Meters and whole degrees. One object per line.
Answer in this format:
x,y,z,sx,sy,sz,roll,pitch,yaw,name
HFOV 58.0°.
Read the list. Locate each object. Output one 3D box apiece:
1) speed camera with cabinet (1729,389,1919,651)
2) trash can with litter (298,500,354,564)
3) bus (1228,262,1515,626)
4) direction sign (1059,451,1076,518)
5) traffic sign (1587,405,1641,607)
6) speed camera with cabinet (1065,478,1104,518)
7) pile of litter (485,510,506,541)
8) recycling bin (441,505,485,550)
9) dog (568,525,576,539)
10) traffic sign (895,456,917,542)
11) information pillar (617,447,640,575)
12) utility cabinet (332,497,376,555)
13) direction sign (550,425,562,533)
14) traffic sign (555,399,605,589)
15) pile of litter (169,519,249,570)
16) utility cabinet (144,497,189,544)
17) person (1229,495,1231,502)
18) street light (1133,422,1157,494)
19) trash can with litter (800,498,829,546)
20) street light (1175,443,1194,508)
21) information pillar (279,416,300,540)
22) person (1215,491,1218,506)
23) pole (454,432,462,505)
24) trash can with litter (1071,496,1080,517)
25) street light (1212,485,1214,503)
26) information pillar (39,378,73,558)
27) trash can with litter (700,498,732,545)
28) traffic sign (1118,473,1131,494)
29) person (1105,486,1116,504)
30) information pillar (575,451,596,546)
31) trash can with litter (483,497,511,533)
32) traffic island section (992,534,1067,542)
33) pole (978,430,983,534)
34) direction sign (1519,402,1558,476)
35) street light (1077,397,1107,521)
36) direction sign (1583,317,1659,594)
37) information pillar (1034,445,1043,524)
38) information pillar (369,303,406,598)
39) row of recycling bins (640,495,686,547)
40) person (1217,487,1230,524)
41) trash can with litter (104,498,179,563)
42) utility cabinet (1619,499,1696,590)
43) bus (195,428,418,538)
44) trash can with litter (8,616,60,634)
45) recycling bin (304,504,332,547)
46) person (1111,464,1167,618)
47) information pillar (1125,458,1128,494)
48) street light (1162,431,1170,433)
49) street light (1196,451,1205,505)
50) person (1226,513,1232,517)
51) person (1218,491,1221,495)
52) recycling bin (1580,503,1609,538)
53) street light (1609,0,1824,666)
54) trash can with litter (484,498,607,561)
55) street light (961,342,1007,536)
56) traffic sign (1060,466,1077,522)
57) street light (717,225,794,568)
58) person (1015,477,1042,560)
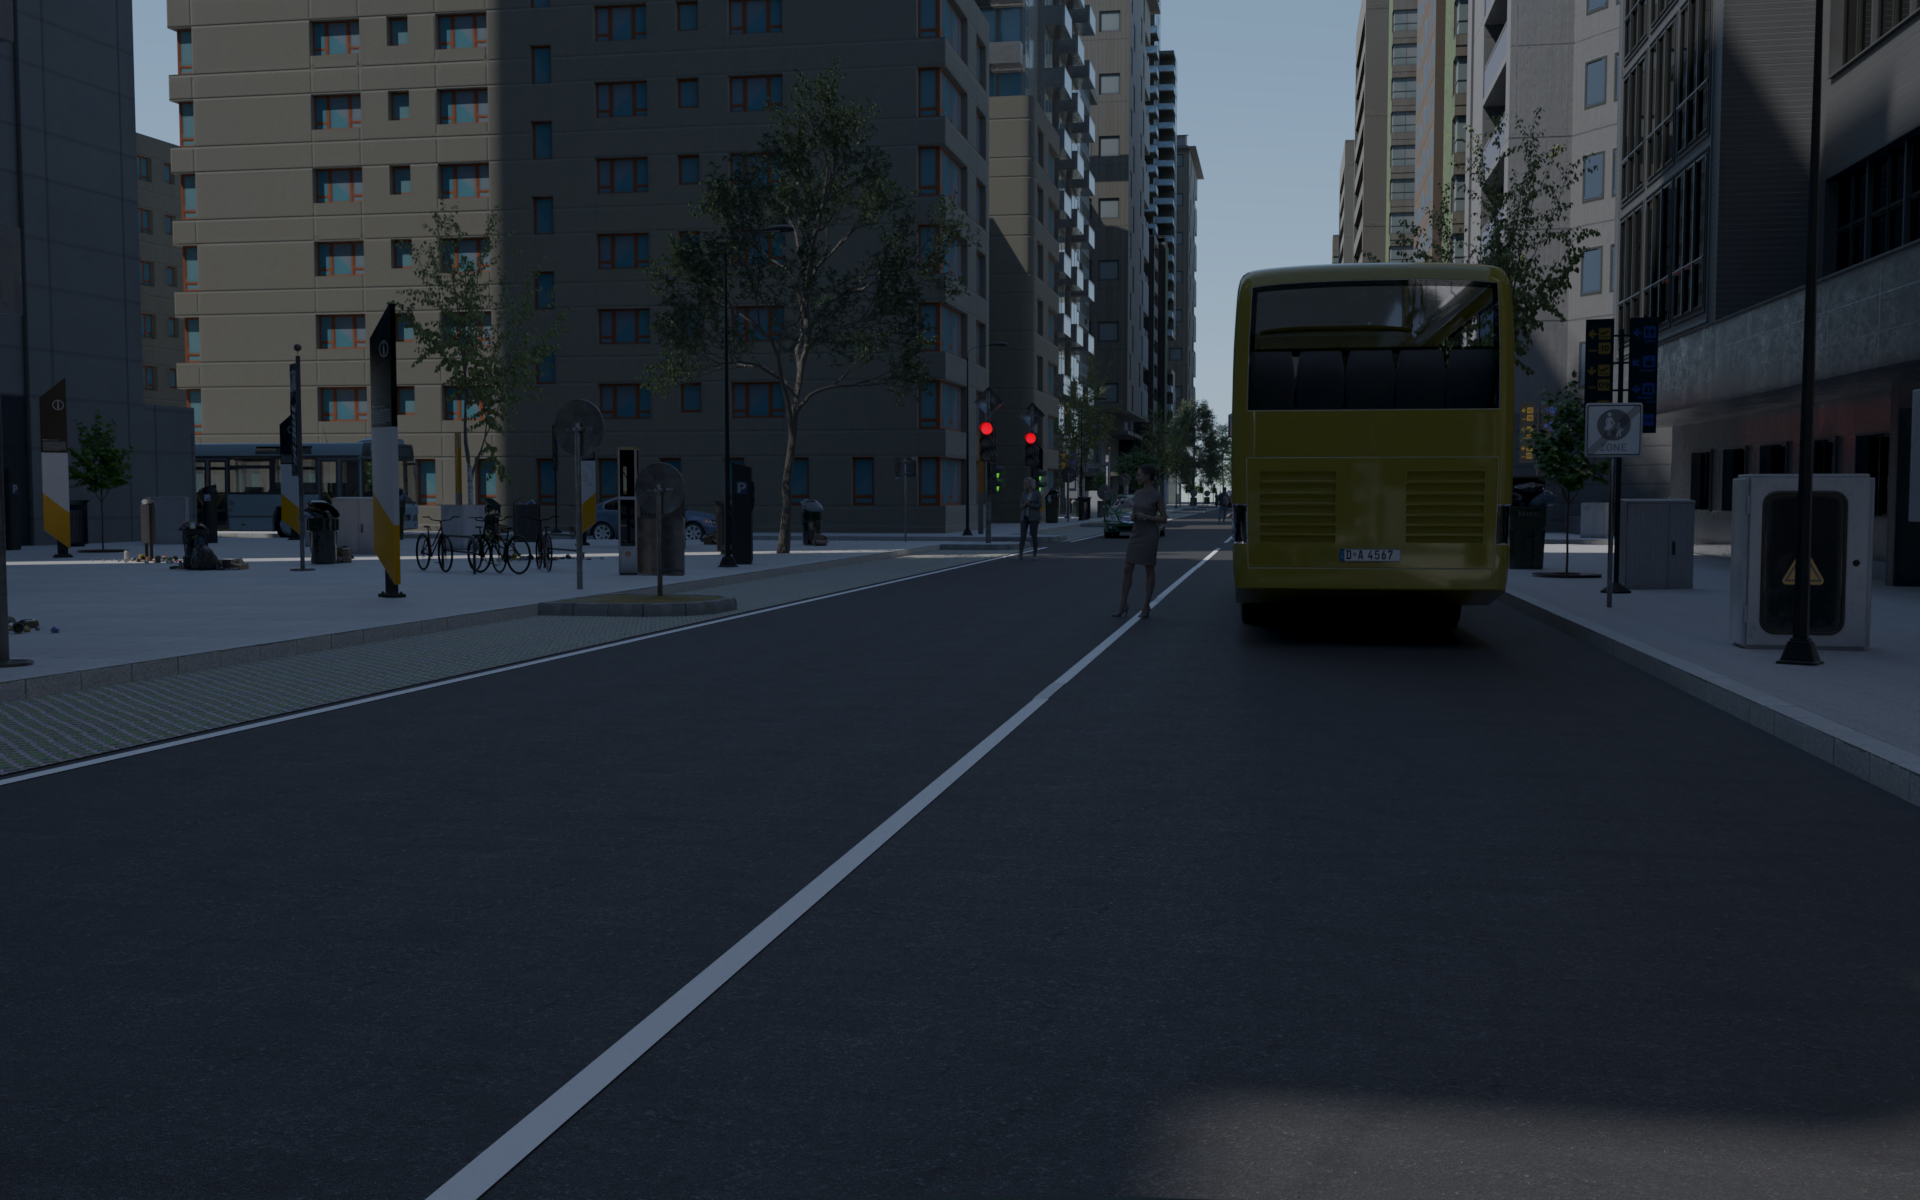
7.522,-1.219,14.269,2.038,3.252,0.660,1,4,13,speed camera with cabinet
-11.677,-1.259,31.974,0.624,1.170,1.055,1,4,9,trash can with litter
4.758,-1.850,21.796,2.896,3.916,12.252,1,4,9,bus
5.693,-6.099,91.710,0.876,3.537,0.379,0,4,-4,direction sign
7.347,-1.064,19.532,0.606,2.300,0.079,1,4,11,traffic sign
6.647,-5.996,92.368,2.038,3.252,0.660,0,4,7,speed camera with cabinet
-13.058,-2.053,47.539,1.176,0.858,1.719,-2,4,-32,pile of litter
-11.485,-1.681,40.031,0.722,1.027,0.722,2,4,25,recycling bin
-11.402,-1.976,51.601,0.406,0.507,0.540,1,4,10,dog
-1.462,-2.716,46.530,0.606,2.300,0.079,1,4,15,traffic sign
-5.243,-1.403,27.436,0.304,2.012,0.304,0,4,-2,information pillar
-12.812,-1.569,36.814,1.020,1.237,0.306,1,4,13,utility cabinet
-13.319,-3.978,57.035,0.379,3.537,0.876,0,4,-4,direction sign
-5.127,-1.417,23.281,0.768,2.556,0.104,1,4,20,traffic sign
-12.875,-0.960,29.669,1.176,0.858,1.719,-3,4,-36,pile of litter
-20.228,-2.020,44.185,1.020,1.237,0.306,0,4,-3,utility cabinet
19.334,-6.946,121.837,0.659,1.850,0.755,3,4,38,person
11.854,-8.564,112.568,1.470,5.913,1.316,1,4,11,street light
-3.566,-1.947,43.218,0.624,1.170,1.055,-2,4,-28,trash can with litter
20.282,-11.343,157.994,1.470,5.913,1.316,1,4,11,street light
-18.622,-3.474,48.154,0.504,3.616,0.183,0,4,-3,information pillar
27.204,-10.637,183.143,0.721,1.736,1.217,2,4,29,person
-16.480,-3.858,56.921,0.158,3.312,0.155,0,3,0,pole
6.443,-5.100,94.773,0.624,1.170,1.055,1,4,10,trash can with litter
30.073,-14.537,210.222,1.470,5.913,1.316,1,4,11,street light
-18.161,-2.656,34.781,0.504,3.616,0.183,-2,4,-35,information pillar
-6.095,-1.979,43.745,1.055,1.170,0.624,2,4,28,trash can with litter
10.058,-6.481,106.070,0.768,2.556,0.104,1,4,19,traffic sign
6.898,-4.346,79.808,0.600,1.795,0.529,0,4,8,person
-9.343,-3.168,43.151,0.504,3.616,0.183,0,4,0,information pillar
-15.231,-2.794,57.077,1.055,1.170,0.624,2,4,32,trash can with litter
2.185,-1.891,53.203,2.009,0.180,2.903,1,4,11,traffic island section
0.665,-3.765,55.408,0.158,3.312,0.155,0,3,0,pole
14.287,-3.109,42.836,0.876,3.537,0.379,2,4,26,direction sign
6.380,-6.777,83.337,1.470,5.913,1.316,1,4,11,street light
8.514,-1.858,22.376,0.876,3.537,0.379,2,4,23,direction sign
3.369,-5.115,74.991,0.504,3.616,0.183,-2,4,-31,information pillar
-7.118,-1.841,21.460,0.504,3.616,0.183,3,5,41,information pillar
-7.318,-2.111,41.634,1.069,1.692,3.534,-1,4,-22,row of recycling bins
12.775,-4.599,84.036,0.623,1.781,0.721,0,4,4,person
-15.405,-1.329,32.783,1.678,1.210,2.233,-2,4,-35,trash can with litter
9.400,-0.750,23.428,1.020,1.237,0.306,-1,4,-11,utility cabinet
-22.639,-3.598,53.689,13.247,3.499,2.948,1,4,12,bus
-9.139,-0.288,15.763,1.678,1.210,2.233,0,4,-6,trash can with litter
-15.549,-1.827,42.430,0.722,1.027,0.722,2,4,35,recycling bin
2.085,-0.687,20.075,0.599,1.781,0.374,3,5,44,person
10.804,-7.389,112.157,0.183,3.616,0.504,-1,4,-9,information pillar
14.877,-9.537,128.472,1.470,5.913,1.316,1,4,11,street light
25.800,-13.134,187.273,1.470,5.913,1.316,1,4,11,street light
12.637,-3.951,78.595,0.738,1.151,1.012,-1,4,-18,person
32.147,-12.576,214.208,1.348,1.812,0.705,-3,5,-40,person
18.652,-2.344,50.874,0.722,1.027,0.722,2,4,26,recycling bin
5.825,-2.476,13.029,1.470,5.913,1.316,1,4,11,street light
-8.042,-1.386,33.718,2.233,1.210,1.678,0,4,-6,trash can with litter
0.760,-4.936,53.245,1.470,5.913,1.316,1,4,11,street light
4.946,-4.830,79.083,0.768,2.556,0.104,1,4,18,traffic sign
-3.546,-3.523,30.138,1.470,5.913,1.316,1,4,11,street light
1.524,-1.774,37.681,0.537,1.800,0.526,2,4,35,person
